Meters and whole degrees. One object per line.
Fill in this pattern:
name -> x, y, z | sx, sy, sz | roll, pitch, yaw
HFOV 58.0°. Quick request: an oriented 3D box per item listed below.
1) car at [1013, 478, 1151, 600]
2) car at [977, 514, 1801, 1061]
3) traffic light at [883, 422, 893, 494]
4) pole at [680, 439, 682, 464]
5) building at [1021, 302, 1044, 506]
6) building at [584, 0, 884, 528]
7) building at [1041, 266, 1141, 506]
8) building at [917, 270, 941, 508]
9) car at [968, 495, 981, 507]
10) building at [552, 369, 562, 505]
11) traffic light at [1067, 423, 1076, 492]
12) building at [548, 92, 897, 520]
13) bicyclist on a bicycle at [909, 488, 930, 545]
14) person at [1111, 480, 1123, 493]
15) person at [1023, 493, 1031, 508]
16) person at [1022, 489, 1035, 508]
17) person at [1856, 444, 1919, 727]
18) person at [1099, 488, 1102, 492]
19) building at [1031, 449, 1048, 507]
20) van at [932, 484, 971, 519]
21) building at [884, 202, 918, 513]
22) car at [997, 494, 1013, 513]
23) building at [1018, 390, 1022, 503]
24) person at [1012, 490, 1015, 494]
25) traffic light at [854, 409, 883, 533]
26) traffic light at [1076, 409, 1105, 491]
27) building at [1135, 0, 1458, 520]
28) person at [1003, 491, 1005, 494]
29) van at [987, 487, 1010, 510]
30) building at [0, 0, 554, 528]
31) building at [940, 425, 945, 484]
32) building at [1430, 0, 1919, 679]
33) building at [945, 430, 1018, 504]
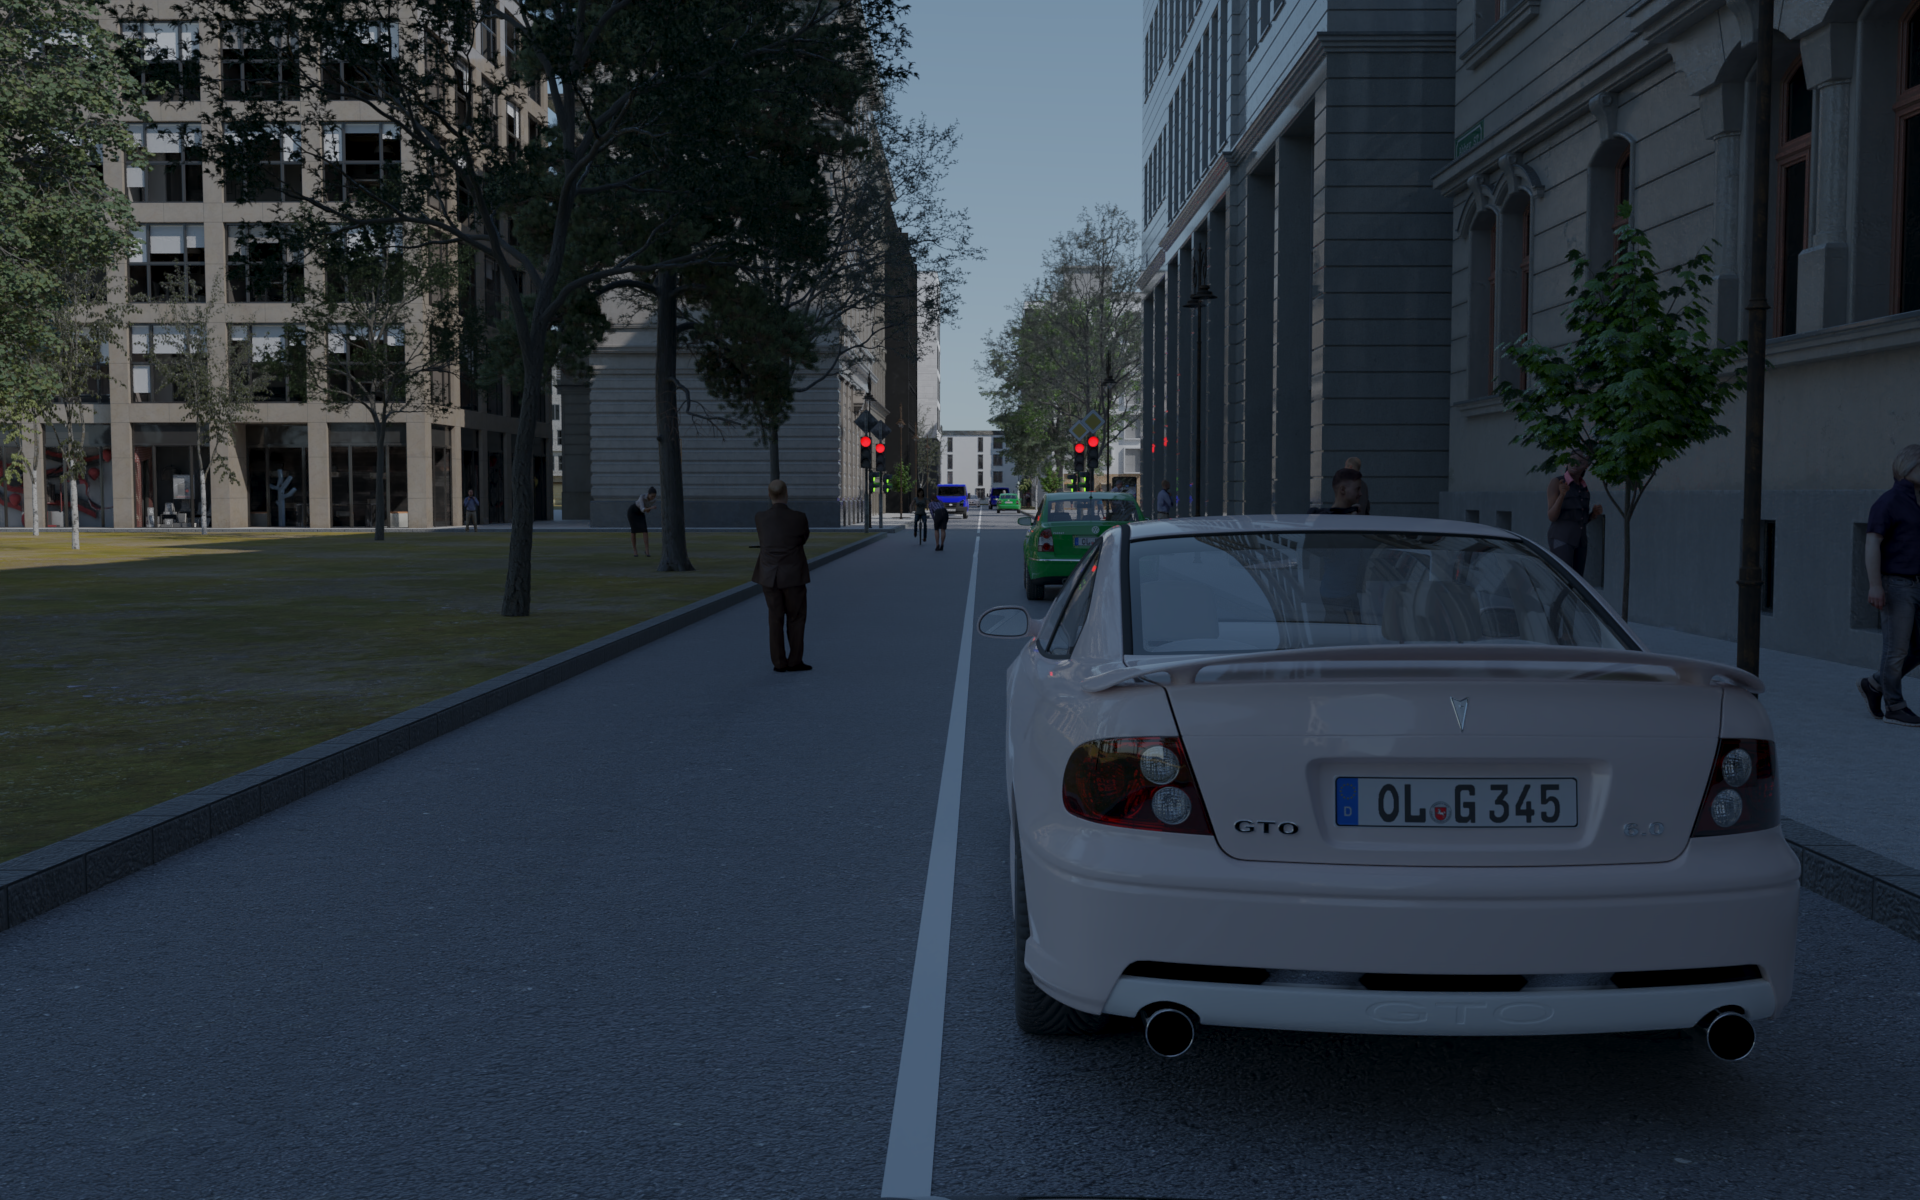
car -> 1.807, -0.976, 24.752 | 1.959, 1.807, 4.718 | 0, 4, 1
car -> 1.092, 0.392, 5.954 | 2.083, 1.381, 4.827 | 0, 4, 1
traffic light -> -2.941, -4.613, 64.668 | 0.839, 4.213, 0.868 | 0, 4, 1
pole -> -10.388, -4.294, 64.044 | 0.158, 3.312, 0.155 | 0, 3, 0
building -> 20.939, -21.718, 199.058 | 27.936, 21.610, 32.646 | 0, 4, 1
building -> -9.213, -15.026, 74.561 | 11.050, 23.489, 19.941 | 0, 4, 1
building -> 15.056, -17.906, 149.188 | 16.016, 20.091, 11.380 | 0, 4, 1
building -> -16.061, -19.113, 156.464 | 27.936, 21.610, 32.646 | 0, 4, 1
car -> 1.222, -10.750, 188.116 | 2.083, 1.381, 4.827 | 0, 4, 0
building -> -58.063, -20.879, 207.832 | 31.486, 18.905, 16.747 | 0, 4, 1
traffic light -> 4.420, -4.608, 64.588 | 0.839, 4.213, 0.868 | 0, 4, 1
building -> -12.360, -16.287, 99.575 | 16.112, 22.955, 30.059 | 0, 4, 1
bicyclist on a bicycle -> -1.110, -2.384, 48.993 | 1.499, 1.676, 1.625 | 0, 4, -1
person -> 4.920, -2.872, 53.942 | 0.436, 1.711, 0.756 | 3, 5, 43
person -> 6.112, -9.140, 158.673 | 0.628, 1.438, 0.799 | 2, 4, 24
person -> 6.388, -9.518, 162.352 | 1.217, 1.739, 0.721 | 0, 4, 7
person -> 5.286, -0.086, 9.666 | 0.569, 1.553, 0.471 | 0, 4, 7
person -> 7.167, -4.889, 87.840 | 0.662, 1.594, 0.647 | -2, 4, -29
building -> 11.822, -13.889, 169.239 | 9.099, 9.664, 28.070 | 0, 4, 1
van -> -0.481, -5.948, 101.639 | 2.240, 2.365, 5.245 | 0, 4, 1
building -> -9.463, -17.935, 122.917 | 12.332, 23.373, 15.834 | 0, 4, 1
car -> 3.629, -7.370, 129.299 | 1.959, 1.807, 4.718 | 0, 4, 2
building -> 13.519, -22.950, 231.657 | 11.380, 20.091, 16.016 | 0, 4, 1
person -> 6.608, -12.851, 216.885 | 0.721, 1.736, 1.217 | 0, 4, 1
traffic light -> -3.046, -4.125, 56.683 | 0.839, 4.213, 0.868 | 0, 4, 1
traffic light -> 4.315, -4.120, 56.603 | 0.839, 4.213, 0.868 | 0, 4, 1
building -> 10.889, -16.012, 39.293 | 11.434, 29.767, 29.804 | 0, 4, 1
person -> 3.620, -8.360, 145.918 | 0.721, 1.736, 1.217 | 0, 4, -4
van -> 3.664, -9.649, 162.141 | 2.240, 2.365, 5.245 | 0, 4, -1
building -> -36.830, -16.473, 73.848 | 34.151, 26.468, 19.350 | 0, 4, 1
building -> -16.245, -16.464, 211.328 | 28.070, 9.664, 9.099 | 0, 4, 1
building -> 12.889, -13.779, 12.673 | 14.401, 28.519, 23.554 | 0, 4, 1
building -> -6.246, -17.545, 229.004 | 28.070, 9.664, 9.099 | 0, 4, 1
